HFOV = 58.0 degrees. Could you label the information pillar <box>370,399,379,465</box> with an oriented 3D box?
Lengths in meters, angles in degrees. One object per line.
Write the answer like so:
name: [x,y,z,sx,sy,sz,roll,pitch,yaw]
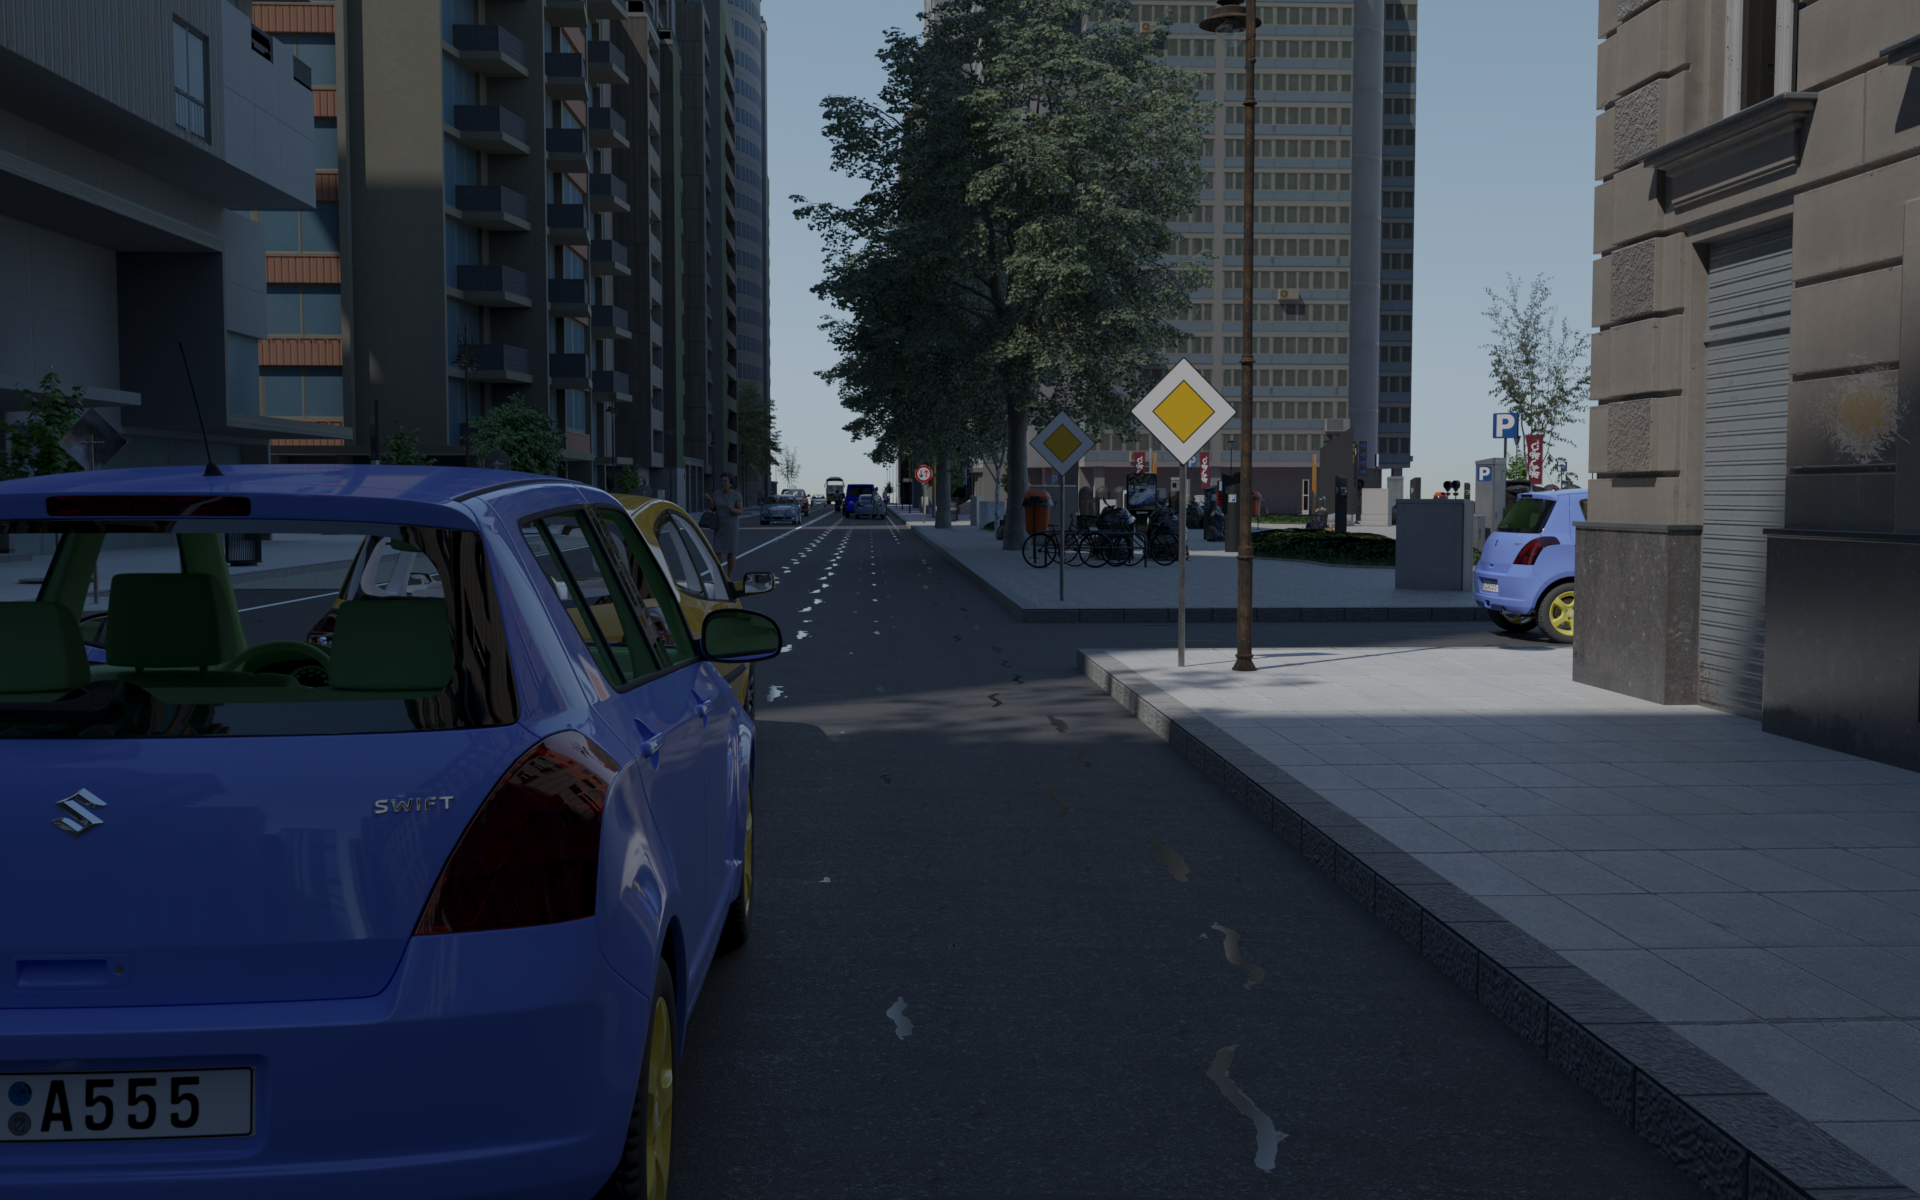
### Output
information pillar: [-14.417,-3.141,42.713,0.183,3.616,0.504,-2,4,-33]

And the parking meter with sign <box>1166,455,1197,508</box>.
parking meter with sign: [9.948,-5.038,78.639,0.543,3.016,1.738,-2,4,-34]

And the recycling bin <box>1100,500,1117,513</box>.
recycling bin: [6.740,-4.042,78.643,0.722,1.027,0.722,1,4,8]

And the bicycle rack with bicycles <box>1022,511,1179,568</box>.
bicycle rack with bicycles: [2.481,-1.075,30.957,2.925,0.926,2.852,0,4,-2]

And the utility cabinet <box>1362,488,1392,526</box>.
utility cabinet: [16.616,-3.691,69.026,1.173,1.500,0.318,3,5,43]

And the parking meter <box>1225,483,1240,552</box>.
parking meter: [6.043,-1.825,38.252,0.372,1.533,0.369,0,3,0]

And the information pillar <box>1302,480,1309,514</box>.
information pillar: [17.637,-5.134,88.425,0.304,2.012,0.304,0,4,4]

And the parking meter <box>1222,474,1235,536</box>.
parking meter: [7.709,-2.689,49.678,0.399,1.863,0.255,0,4,5]

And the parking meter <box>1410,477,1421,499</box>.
parking meter: [15.806,-3.329,60.148,0.255,1.863,0.399,-1,4,-14]

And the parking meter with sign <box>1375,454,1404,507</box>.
parking meter with sign: [18.858,-4.814,74.973,1.738,3.016,0.543,1,4,22]

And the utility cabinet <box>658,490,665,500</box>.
utility cabinet: [-15.301,-4.899,88.775,0.318,1.500,1.173,0,4,-7]

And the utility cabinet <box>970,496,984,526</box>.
utility cabinet: [0.706,-3.657,70.953,0.306,1.237,1.020,1,4,17]

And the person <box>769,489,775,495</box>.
person: [-13.012,-6.742,119.186,0.568,1.767,0.683,-2,4,-29]

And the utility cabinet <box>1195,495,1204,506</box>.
utility cabinet: [12.656,-4.916,91.532,0.306,1.237,1.020,-1,4,-8]

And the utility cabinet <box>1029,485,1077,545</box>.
utility cabinet: [2.297,-2.101,43.034,1.173,1.500,0.318,0,3,0]

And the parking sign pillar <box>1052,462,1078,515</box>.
parking sign pillar: [4.681,-5.427,77.204,1.447,3.967,1.447,-3,5,-42]

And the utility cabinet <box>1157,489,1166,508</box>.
utility cabinet: [8.033,-3.744,69.888,0.318,1.500,1.173,0,4,-6]

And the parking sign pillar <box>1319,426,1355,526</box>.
parking sign pillar: [15.056,-4.938,69.207,1.447,3.967,1.447,2,4,26]

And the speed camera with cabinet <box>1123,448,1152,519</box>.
speed camera with cabinet: [7.799,-4.956,75.366,0.660,3.252,2.038,-1,4,-22]

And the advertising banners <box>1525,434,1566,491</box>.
advertising banners: [17.438,-3.307,50.262,2.074,3.025,0.090,2,4,28]

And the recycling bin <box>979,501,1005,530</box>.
recycling bin: [1.146,-3.003,61.648,0.722,1.027,0.722,-2,4,-24]

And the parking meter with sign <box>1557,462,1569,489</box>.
parking meter with sign: [32.758,-5.942,93.405,0.543,3.016,1.738,3,5,41]

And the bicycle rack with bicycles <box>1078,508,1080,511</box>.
bicycle rack with bicycles: [5.946,-4.338,84.311,2.852,0.926,2.925,2,4,25]

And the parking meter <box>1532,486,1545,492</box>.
parking meter: [17.638,-2.716,52.818,0.372,1.533,0.369,0,3,0]

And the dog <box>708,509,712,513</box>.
dog: [-13.251,-4.548,91.195,0.513,0.831,0.800,-1,4,-21]

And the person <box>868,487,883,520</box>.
person: [-4.637,-5.259,94.591,0.850,1.850,0.679,1,4,11]

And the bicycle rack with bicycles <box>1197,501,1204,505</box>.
bicycle rack with bicycles: [12.293,-4.421,85.672,2.925,0.926,2.852,-1,4,-20]

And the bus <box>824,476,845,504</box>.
bus: [-17.734,-15.542,245.653,2.896,3.916,12.252,0,4,-4]

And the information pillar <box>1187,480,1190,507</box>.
information pillar: [11.387,-5.070,87.389,0.304,2.012,0.304,2,4,31]

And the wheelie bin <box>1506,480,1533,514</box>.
wheelie bin: [12.490,-1.894,38.867,0.980,1.594,0.693,1,4,12]

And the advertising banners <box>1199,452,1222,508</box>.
advertising banners: [10.717,-4.615,71.641,2.074,3.025,0.090,3,5,45]

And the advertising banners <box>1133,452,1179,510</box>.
advertising banners: [8.118,-4.597,71.355,2.074,3.025,0.090,1,4,22]

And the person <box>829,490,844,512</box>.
person: [-9.583,-7.678,134.745,1.217,1.736,0.721,-1,4,-16]

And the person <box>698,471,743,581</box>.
person: [-3.744,-1.103,26.899,0.716,1.782,0.532,1,4,13]

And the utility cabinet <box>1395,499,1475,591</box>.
utility cabinet: [6.377,-0.741,23.284,0.306,1.237,1.020,-3,5,-44]

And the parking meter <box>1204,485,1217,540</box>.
parking meter: [7.045,-2.466,48.723,0.372,1.533,0.369,0,3,0]

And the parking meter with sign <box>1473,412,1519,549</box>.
parking meter with sign: [11.167,-2.464,36.543,0.543,3.016,1.738,3,5,39]

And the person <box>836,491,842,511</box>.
person: [-10.026,-8.193,143.258,0.445,1.727,0.742,1,4,22]

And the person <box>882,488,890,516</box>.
person: [-4.816,-6.475,114.230,0.599,1.838,0.709,1,4,22]

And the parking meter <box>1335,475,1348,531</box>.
parking meter: [11.458,-2.836,52.079,0.255,1.863,0.399,-1,4,-11]

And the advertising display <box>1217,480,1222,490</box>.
advertising display: [12.407,-4.654,81.302,0.974,1.923,0.123,-3,5,-43]

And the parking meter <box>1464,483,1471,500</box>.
parking meter: [25.560,-4.991,87.318,0.255,1.863,0.399,0,4,4]

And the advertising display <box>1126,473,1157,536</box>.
advertising display: [5.567,-2.930,53.118,0.974,1.923,0.123,-1,4,-18]
